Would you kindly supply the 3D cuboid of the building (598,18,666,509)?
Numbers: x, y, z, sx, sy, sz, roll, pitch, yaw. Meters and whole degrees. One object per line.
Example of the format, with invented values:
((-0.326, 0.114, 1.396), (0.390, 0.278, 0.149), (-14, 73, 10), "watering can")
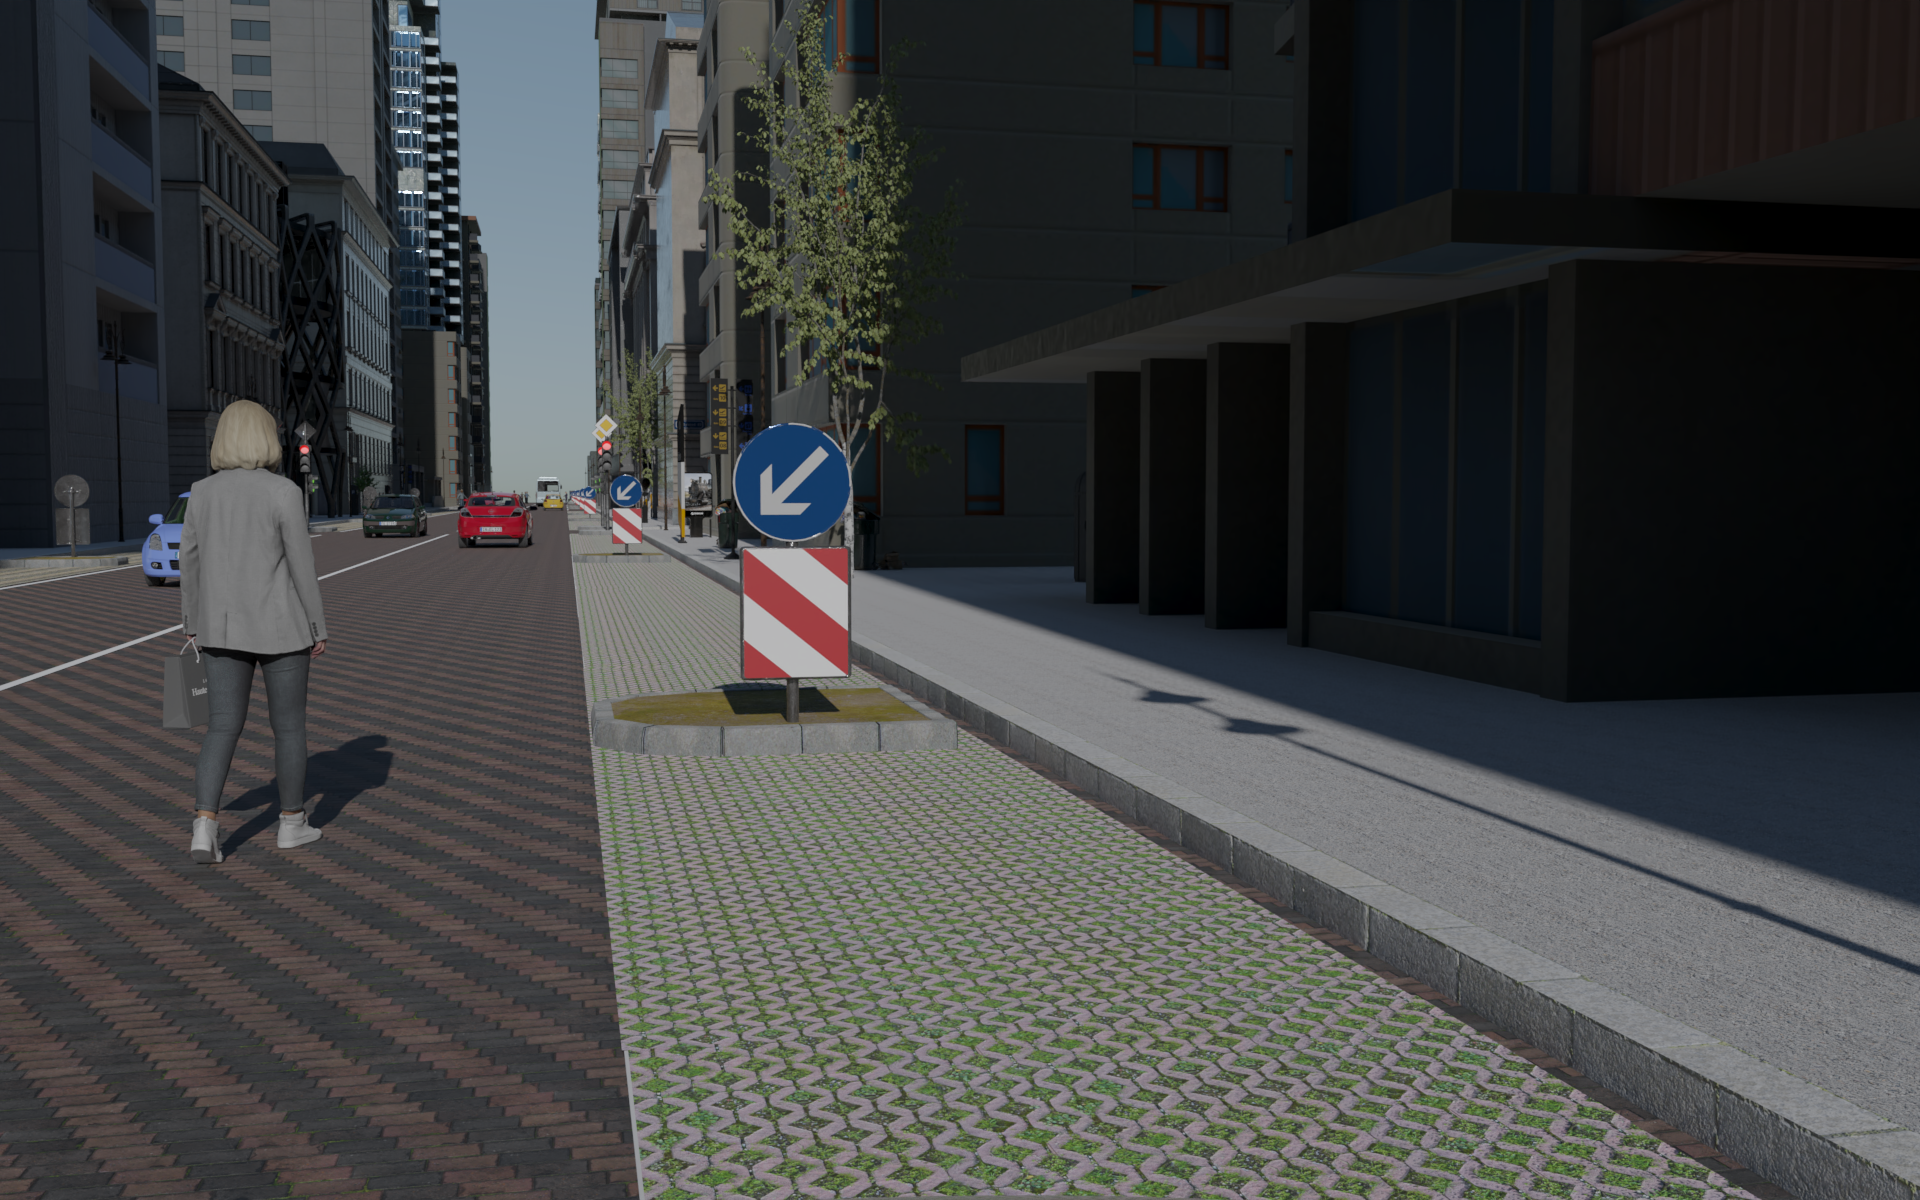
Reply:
((-24.813, -28.788, 154.279), (14.154, 41.232, 14.086), (-1, 4, -13), "building")

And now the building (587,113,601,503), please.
((-50.014, -59.397, 283.818), (22.319, 86.520, 31.000), (-1, 4, -13), "building")

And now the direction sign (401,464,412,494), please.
((-42.199, -8.575, 132.191), (0.379, 3.537, 0.876), (3, 5, 39), "direction sign")

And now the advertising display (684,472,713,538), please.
((-7.756, -2.795, 50.905), (0.974, 1.923, 0.123), (-1, 4, -23), "advertising display")

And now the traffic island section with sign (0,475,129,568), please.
((-17.799, -1.586, 34.553), (1.989, 1.847, 2.006), (-1, 4, -13), "traffic island section with sign")

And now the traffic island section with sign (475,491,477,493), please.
((-53.265, -11.110, 190.282), (1.989, 1.847, 2.006), (-1, 4, -13), "traffic island section with sign")

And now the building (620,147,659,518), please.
((-13.037, -15.987, 103.191), (13.314, 21.916, 24.055), (-1, 4, -13), "building")

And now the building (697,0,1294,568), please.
((8.038, -12.304, 46.204), (27.650, 21.520, 28.899), (-1, 4, -13), "building")

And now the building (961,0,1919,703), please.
((13.649, -21.675, 9.014), (22.147, 44.769, 28.867), (-1, 4, -13), "building")

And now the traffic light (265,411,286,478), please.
((-23.234, -4.256, 58.514), (0.839, 4.253, 0.868), (-1, 4, -13), "traffic light")

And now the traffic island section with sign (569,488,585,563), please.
((-7.190, -1.714, 36.660), (1.989, 1.847, 2.006), (-1, 4, -13), "traffic island section with sign")

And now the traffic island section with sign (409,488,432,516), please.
((-36.018, -6.477, 114.527), (1.989, 1.847, 2.006), (-1, 4, -13), "traffic island section with sign")

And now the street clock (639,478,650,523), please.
((-13.939, -4.405, 76.592), (0.358, 2.002, 0.471), (3, 5, 42), "street clock")

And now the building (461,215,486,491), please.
((-83.770, -37.145, 261.942), (22.147, 44.769, 28.867), (-1, 4, -13), "building")

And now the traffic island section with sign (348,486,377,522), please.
((-30.028, -4.869, 88.235), (1.989, 1.847, 2.006), (-1, 4, -13), "traffic island section with sign")

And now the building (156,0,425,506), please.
((-56.911, -43.309, 146.356), (20.563, 71.187, 20.611), (-1, 4, -13), "building")

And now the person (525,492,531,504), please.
((-64.486, -15.262, 258.026), (0.705, 1.826, 1.348), (2, 4, 24), "person")

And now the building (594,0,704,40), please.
((-21.923, -35.879, 175.864), (28.713, 52.752, 27.495), (-1, 4, -13), "building")

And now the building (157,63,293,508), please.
((-35.100, -12.752, 73.119), (10.561, 19.102, 19.286), (-1, 4, -13), "building")

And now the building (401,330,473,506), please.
((-70.293, -21.443, 195.638), (27.650, 21.520, 28.899), (-1, 4, -13), "building")

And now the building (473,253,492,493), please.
((-84.679, -36.728, 284.091), (14.154, 41.232, 14.086), (-1, 4, -13), "building")

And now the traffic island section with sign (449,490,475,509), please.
((-47.287, -9.503, 163.995), (1.989, 1.847, 2.006), (-1, 4, -13), "traffic island section with sign")

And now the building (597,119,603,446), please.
((-31.056, -35.735, 203.867), (23.786, 49.044, 30.456), (-1, 4, -13), "building")

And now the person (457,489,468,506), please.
((-41.351, -8.271, 143.806), (0.705, 1.814, 1.350), (2, 4, 25), "person")

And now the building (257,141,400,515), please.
((-48.195, -17.487, 119.203), (16.112, 22.955, 30.059), (-1, 4, -13), "building")

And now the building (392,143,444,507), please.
((-67.696, -29.126, 168.093), (32.217, 40.220, 23.993), (-1, 4, -13), "building")

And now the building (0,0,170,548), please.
((-37.167, -30.735, 44.517), (28.212, 58.520, 21.231), (-1, 4, -13), "building")

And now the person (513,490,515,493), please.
((-46.165, -10.461, 179.469), (1.348, 1.831, 0.705), (0, 4, -3), "person")

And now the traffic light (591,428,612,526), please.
((-14.225, -4.883, 68.764), (0.839, 4.253, 0.868), (-1, 4, -13), "traffic light")

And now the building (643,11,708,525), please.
((3.575, -15.902, 79.077), (34.723, 24.649, 14.460), (-1, 4, -13), "building")

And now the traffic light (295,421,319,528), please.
((-25.007, -4.733, 66.301), (0.839, 4.253, 0.868), (-1, 4, -13), "traffic light")

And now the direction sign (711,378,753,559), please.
((-4.474, -2.574, 34.083), (0.876, 3.537, 0.379), (-2, 4, -29), "direction sign")

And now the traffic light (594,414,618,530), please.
((-12.452, -4.407, 60.977), (0.839, 4.253, 0.868), (-1, 4, -13), "traffic light")

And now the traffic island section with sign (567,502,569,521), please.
((-19.598, -5.047, 91.144), (1.989, 1.847, 2.006), (-1, 4, -13), "traffic island section with sign")

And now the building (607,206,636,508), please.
((-18.699, -18.988, 129.517), (14.314, 24.678, 30.058), (-1, 4, -13), "building")

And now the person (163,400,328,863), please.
((-2.882, 0.112, 6.857), (0.709, 1.800, 0.728), (0, 4, 8), "person")

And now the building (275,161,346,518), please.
((-41.479, -13.671, 90.967), (16.820, 18.784, 16.811), (-1, 4, -13), "building")

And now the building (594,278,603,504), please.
((-41.806, -28.188, 232.574), (14.160, 30.474, 14.107), (-1, 4, -13), "building")

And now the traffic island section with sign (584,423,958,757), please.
((-1.199, -0.107, 10.376), (1.989, 1.847, 2.006), (-1, 4, -13), "traffic island section with sign")

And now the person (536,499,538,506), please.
((-51.584, -12.407, 211.296), (0.705, 1.831, 1.348), (-2, 4, -27), "person")

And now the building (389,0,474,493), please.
((-76.903, -56.188, 231.348), (22.319, 86.520, 31.000), (-1, 4, -13), "building")

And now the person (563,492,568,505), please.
((-52.775, -13.622, 231.672), (0.568, 1.767, 0.683), (0, 4, -5), "person")
